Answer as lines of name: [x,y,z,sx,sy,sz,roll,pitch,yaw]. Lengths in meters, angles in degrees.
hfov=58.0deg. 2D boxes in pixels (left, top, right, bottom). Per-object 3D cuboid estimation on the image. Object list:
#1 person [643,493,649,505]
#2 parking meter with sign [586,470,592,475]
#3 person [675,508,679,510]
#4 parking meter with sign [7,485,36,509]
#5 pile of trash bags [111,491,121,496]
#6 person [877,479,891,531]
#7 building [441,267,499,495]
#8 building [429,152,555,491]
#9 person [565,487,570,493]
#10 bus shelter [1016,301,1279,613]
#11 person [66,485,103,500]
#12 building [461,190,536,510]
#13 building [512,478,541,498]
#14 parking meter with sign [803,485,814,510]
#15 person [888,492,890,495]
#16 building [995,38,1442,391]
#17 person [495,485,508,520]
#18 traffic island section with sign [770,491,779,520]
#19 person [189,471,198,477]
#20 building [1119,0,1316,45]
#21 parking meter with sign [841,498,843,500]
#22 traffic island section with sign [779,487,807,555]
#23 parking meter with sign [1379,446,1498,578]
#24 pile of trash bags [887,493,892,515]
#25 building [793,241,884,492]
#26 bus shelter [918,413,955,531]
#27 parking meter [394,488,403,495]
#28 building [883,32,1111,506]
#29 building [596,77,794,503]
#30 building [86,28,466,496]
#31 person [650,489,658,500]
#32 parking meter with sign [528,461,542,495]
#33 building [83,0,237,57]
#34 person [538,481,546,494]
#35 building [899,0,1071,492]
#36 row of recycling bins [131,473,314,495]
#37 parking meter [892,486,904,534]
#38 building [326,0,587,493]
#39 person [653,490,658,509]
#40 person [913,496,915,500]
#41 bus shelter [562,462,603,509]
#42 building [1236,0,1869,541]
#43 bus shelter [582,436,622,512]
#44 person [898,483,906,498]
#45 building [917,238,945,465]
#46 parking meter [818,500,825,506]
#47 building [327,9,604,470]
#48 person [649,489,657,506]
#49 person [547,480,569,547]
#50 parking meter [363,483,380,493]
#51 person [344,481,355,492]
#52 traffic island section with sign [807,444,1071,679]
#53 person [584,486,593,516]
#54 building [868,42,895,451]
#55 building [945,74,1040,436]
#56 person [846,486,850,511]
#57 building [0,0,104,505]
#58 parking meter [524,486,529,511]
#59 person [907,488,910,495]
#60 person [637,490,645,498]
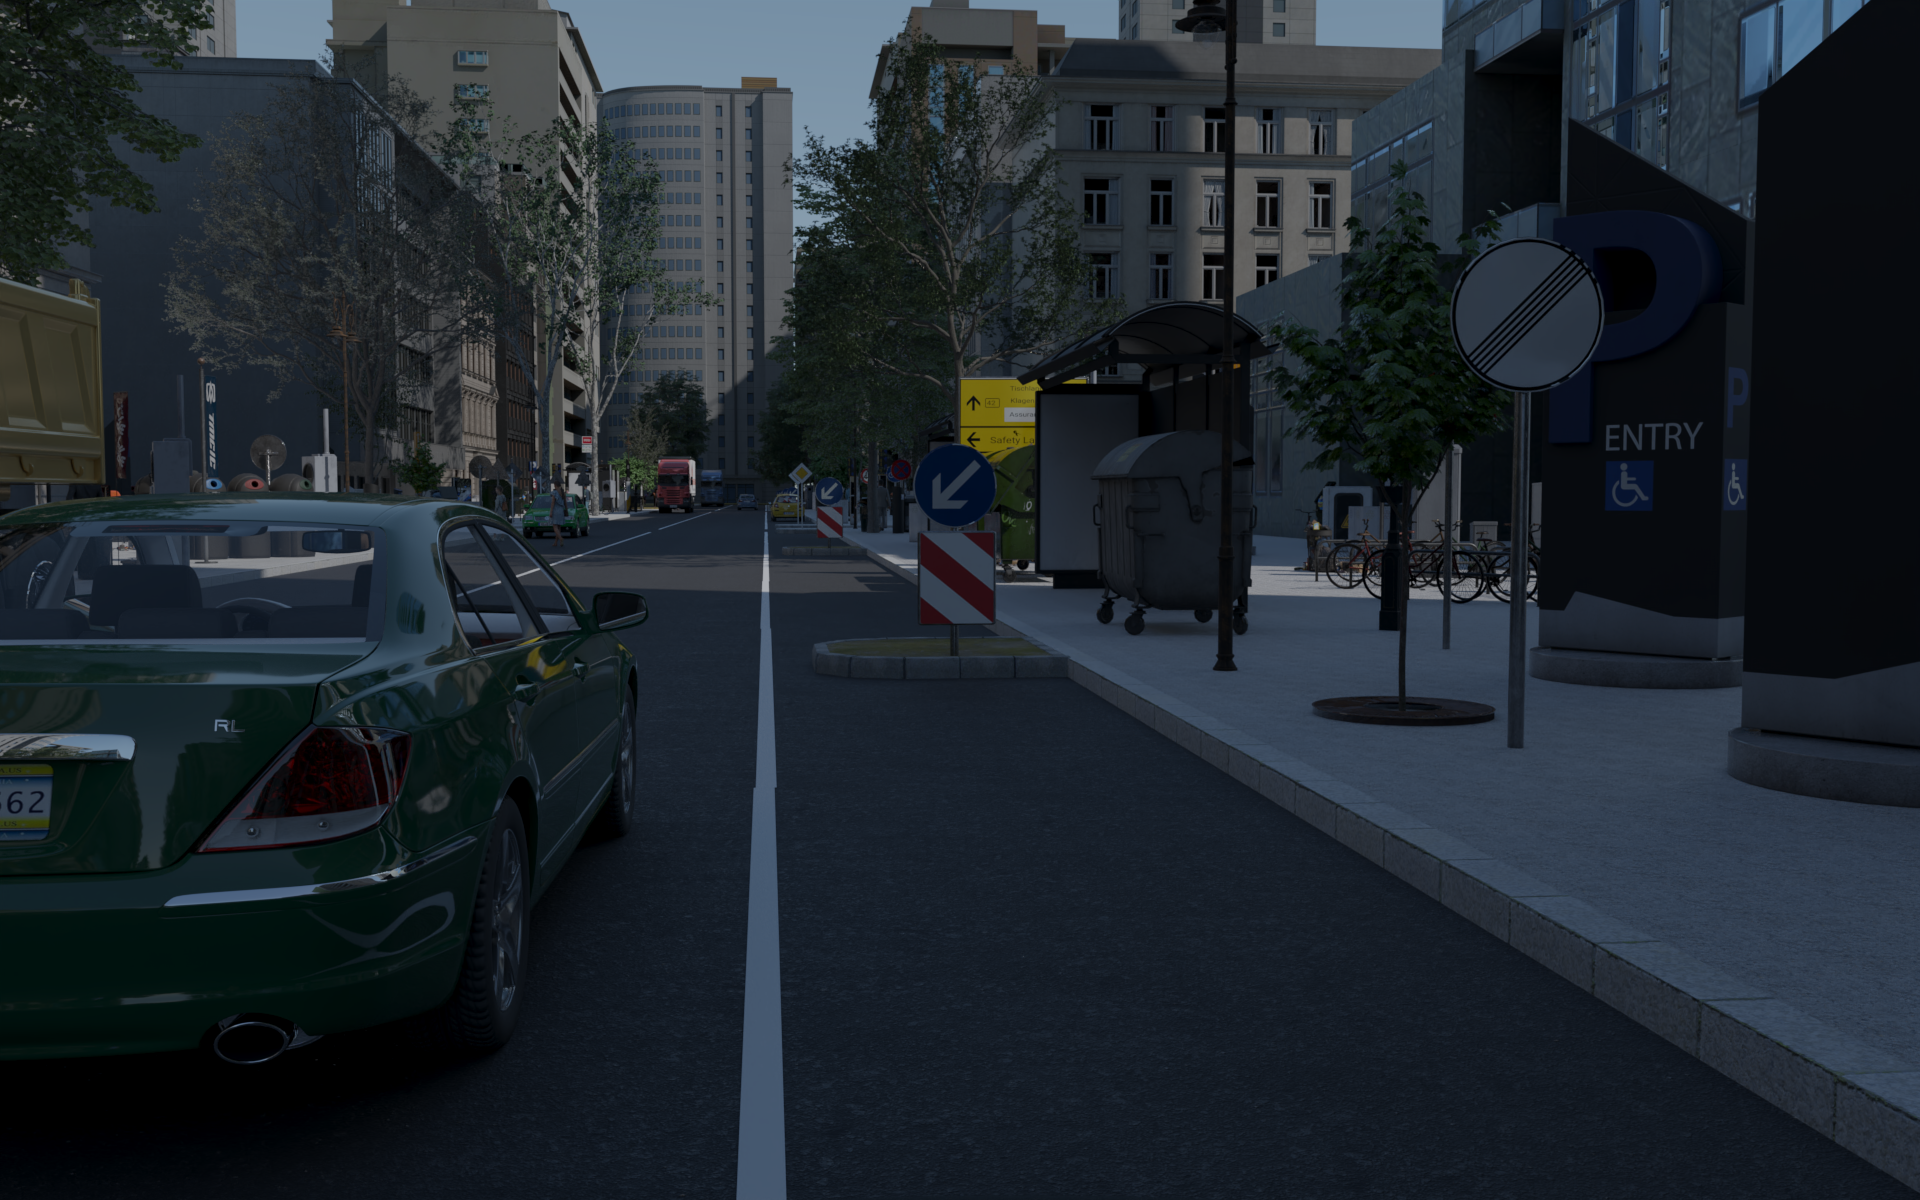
person: [-38.208,-12.318,210.680,0.697,1.427,0.421,-1,4,-13]
parking meter with sign: [-27.592,-8.080,128.363,0.543,3.016,1.738,-1,4,-21]
person: [-24.984,-8.718,151.836,0.742,1.727,0.445,-3,4,-37]
parking meter with sign: [-20.372,-2.517,37.412,0.543,3.016,1.738,0,4,3]
pile of trash bags: [-22.776,-2.214,45.955,1.912,1.369,3.447,-3,4,-38]
person: [-2.747,-3.290,60.115,0.678,1.792,0.850,-1,4,-9]
building: [-37.551,-15.446,117.169,10.561,19.102,19.286,0,4,-6]
building: [-43.369,-23.161,150.376,14.160,30.474,14.107,0,4,-6]
person: [-24.776,-6.287,109.675,0.643,1.720,0.563,0,4,-2]
bus shelter: [2.070,-1.652,20.928,2.014,3.302,5.546,0,4,-6]
person: [-14.615,-1.407,28.822,0.659,1.850,0.755,-3,5,-44]
building: [-40.345,-18.637,134.389,12.332,23.373,15.834,0,4,-6]
building: [-67.340,-38.309,245.964,30.456,49.044,23.786,0,4,-6]
parking meter with sign: [-12.593,-9.038,144.036,1.738,3.016,0.543,-3,5,-42]
person: [-5.134,-6.886,117.985,0.474,1.900,0.648,2,4,27]
building: [17.799,-15.738,90.592,30.059,22.955,16.112,0,4,-6]
person: [-14.092,-2.664,53.054,0.522,1.701,0.512,1,4,13]
traffic island section with sign: [-9.430,-5.383,96.634,1.989,1.847,2.006,0,4,-6]
person: [-16.202,-1.864,36.873,0.623,1.781,0.721,3,4,37]
building: [29.275,-47.031,207.202,20.611,71.187,20.563,0,4,-6]
parking meter with sign: [-7.367,-6.650,104.980,0.543,3.016,1.738,-1,4,-13]
traffic island section with sign: [-3.254,-2.004,41.395,1.989,1.847,2.006,0,4,-6]
parking meter with sign: [7.312,-1.851,26.523,1.738,3.016,0.543,0,4,8]
pile of trash bags: [-3.455,-5.803,104.634,1.912,1.369,3.447,-2,4,-25]
building: [-12.591,-34.470,255.458,23.993,40.220,32.217,0,4,-6]
bus shelter: [0.221,-2.942,42.027,2.014,3.302,5.546,0,4,-6]
parking meter: [-24.533,-4.113,75.664,0.372,1.533,0.369,0,3,0]
building: [3.560,-33.847,177.107,21.300,48.544,21.600,0,4,-6]
building: [-37.970,-43.118,246.985,28.212,58.520,21.231,0,4,-6]
building: [-36.246,-16.708,92.236,14.314,24.678,30.058,0,4,-6]
person: [-32.809,-11.102,187.198,1.348,1.869,0.705,1,4,18]
parking meter with sign: [-22.041,-5.840,91.751,1.738,3.016,0.543,2,4,33]
building: [-93.662,-46.215,193.870,20.611,71.187,20.563,0,4,-6]
person: [-18.026,-4.233,75.027,0.755,1.850,0.659,0,4,3]
building: [1.879,-31.097,158.547,14.600,45.320,14.200,0,4,-6]
row of recycling bins: [-14.528,-1.662,34.293,1.069,1.692,3.534,3,5,39]
parking meter: [-2.013,-2.933,56.373,0.372,1.533,0.369,0,3,0]
building: [-48.190,-33.243,167.218,21.300,48.544,21.600,0,4,-6]
person: [-26.784,-8.899,153.015,0.593,1.643,0.415,-3,4,-37]
person: [-2.428,-5.186,95.107,0.475,1.303,0.640,-3,4,-37]
bus shelter: [-24.530,-7.268,112.748,2.014,3.302,5.546,0,4,-6]
building: [21.812,-44.496,40.182,22.319,86.520,31.000,0,4,-6]
bus shelter: [-25.379,-8.872,122.683,2.179,5.291,8.768,0,4,-6]
person: [-3.071,-5.059,88.726,0.622,1.834,0.822,0,4,1]
building: [4.951,-19.226,133.406,14.314,24.678,30.058,0,4,-6]
parking meter: [-8.302,-6.013,104.031,0.399,1.863,0.255,-2,4,-35]
building: [-55.056,-37.026,194.609,27.495,52.752,28.713,0,4,-6]
person: [-31.428,-10.561,178.801,1.348,1.812,0.705,-2,4,-24]
person: [-10.920,-2.362,47.218,0.616,1.811,0.778,-3,4,-36]
parking meter: [-14.010,-2.010,41.269,0.372,1.533,0.369,0,3,0]
person: [-25.579,-4.084,72.660,0.795,1.843,0.661,2,4,27]
traffic island section with sign: [-0.225,-0.353,14.398,1.989,1.847,2.006,0,4,-6]
person: [-21.263,-5.647,98.350,0.794,1.824,0.713,-3,5,-44]
building: [4.571,-37.462,201.745,28.713,52.752,27.495,0,4,-6]
building: [6.037,-17.761,108.420,12.078,24.808,19.932,0,4,-6]
person: [-5.974,-5.332,93.076,0.748,1.841,0.638,-2,4,-27]
building: [-36.778,-12.393,44.428,24.055,21.916,13.314,0,4,-6]
parking meter: [-32.177,-7.517,128.606,0.255,1.863,0.399,0,4,2]
person: [-4.309,-8.399,143.635,0.850,1.792,0.678,-2,4,-28]
person: [-35.281,-11.340,191.456,1.348,1.823,0.705,3,4,36]
